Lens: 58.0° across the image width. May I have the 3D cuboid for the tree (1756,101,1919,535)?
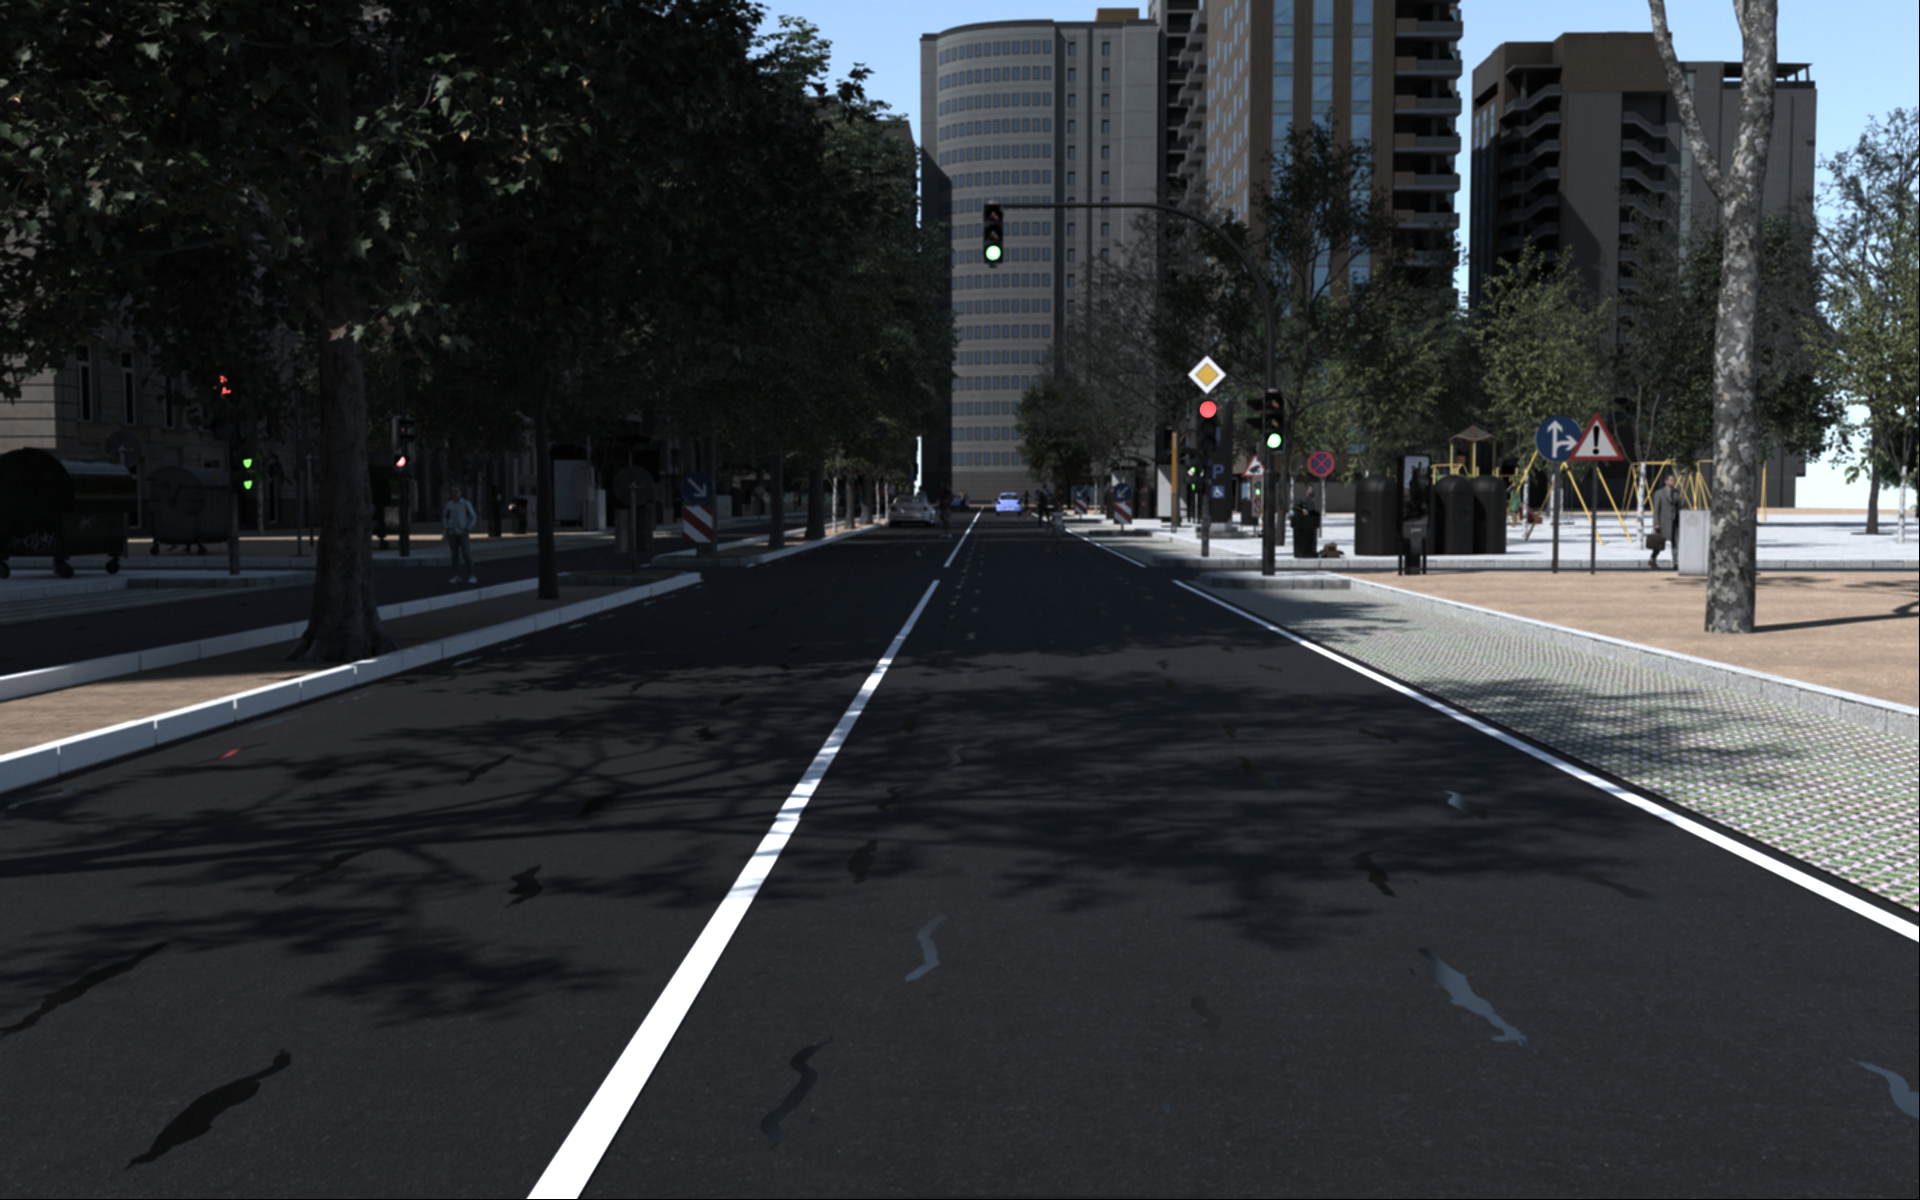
[{"bbox_3d":[29.016,-8.809,54.405,12.009,13.543,11.850,0,3,0],"label":"tree"}]

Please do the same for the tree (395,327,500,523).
[{"bbox_3d":[-19.192,-6.957,64.113,4.360,8.622,3.978,0,3,0],"label":"tree"}]

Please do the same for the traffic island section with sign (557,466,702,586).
[{"bbox_3d":[-5.349,-1.197,27.708,2.006,1.907,1.989,0,4,1],"label":"traffic island section with sign"}]

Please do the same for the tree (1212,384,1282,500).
[{"bbox_3d":[17.484,-9.337,103.019,4.360,8.622,3.978,0,3,0],"label":"tree"}]

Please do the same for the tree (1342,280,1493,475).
[{"bbox_3d":[27.184,-12.056,103.773,9.857,13.997,8.962,0,3,0],"label":"tree"}]

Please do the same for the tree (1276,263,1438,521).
[{"bbox_3d":[13.418,-6.477,56.264,4.737,8.622,4.395,0,3,0],"label":"tree"}]

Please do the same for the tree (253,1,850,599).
[{"bbox_3d":[-5.565,-5.303,23.577,8.767,10.594,7.601,0,4,1],"label":"tree"}]

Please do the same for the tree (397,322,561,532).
[{"bbox_3d":[-16.195,-6.593,58.151,4.737,8.622,4.395,0,3,0],"label":"tree"}]

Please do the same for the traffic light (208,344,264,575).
[{"bbox_3d":[-11.529,-2.357,27.450,0.839,4.253,0.868,0,4,1],"label":"traffic light"}]

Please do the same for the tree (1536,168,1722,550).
[{"bbox_3d":[15.641,-5.473,39.849,4.360,8.622,3.978,0,3,0],"label":"tree"}]

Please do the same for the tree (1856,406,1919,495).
[{"bbox_3d":[57.112,-8.335,99.187,11.467,7.101,20.602,1,4,19],"label":"tree"}]

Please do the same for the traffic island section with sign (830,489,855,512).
[{"bbox_3d":[-9.255,-7.882,137.504,1.989,1.847,2.006,0,4,1],"label":"traffic island section with sign"}]

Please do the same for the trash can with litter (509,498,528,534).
[{"bbox_3d":[-14.052,-2.664,54.944,0.624,1.170,1.055,-1,4,-22],"label":"trash can with litter"}]

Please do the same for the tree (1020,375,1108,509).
[{"bbox_3d":[9.329,-13.687,149.531,9.928,11.665,9.643,0,3,0],"label":"tree"}]

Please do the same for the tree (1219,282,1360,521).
[{"bbox_3d":[16.043,-9.683,84.077,9.928,11.665,9.643,0,3,0],"label":"tree"}]

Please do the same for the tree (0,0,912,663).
[{"bbox_3d":[-5.334,-5.832,14.817,9.611,12.733,9.660,0,3,0],"label":"tree"}]

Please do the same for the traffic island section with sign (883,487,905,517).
[{"bbox_3d":[-3.863,-6.245,110.240,2.006,1.907,1.989,0,4,1],"label":"traffic island section with sign"}]

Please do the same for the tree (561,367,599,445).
[{"bbox_3d":[-19.677,-8.387,87.496,4.737,8.622,4.395,0,3,0],"label":"tree"}]

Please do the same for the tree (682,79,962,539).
[{"bbox_3d":[-4.585,-8.882,54.328,9.857,13.997,8.962,0,3,0],"label":"tree"}]

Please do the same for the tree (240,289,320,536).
[{"bbox_3d":[-21.323,-6.290,53.208,4.360,8.622,3.978,0,3,0],"label":"tree"}]

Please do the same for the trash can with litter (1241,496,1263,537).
[{"bbox_3d":[8.337,-2.515,52.172,2.233,1.210,1.678,1,4,11],"label":"trash can with litter"}]

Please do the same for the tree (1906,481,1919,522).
[{"bbox_3d":[47.535,-10.366,71.312,13.155,14.587,18.604,-3,4,-37],"label":"tree"}]

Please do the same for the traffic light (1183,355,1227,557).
[{"bbox_3d":[4.974,-2.828,35.156,0.839,4.253,0.868,0,4,1],"label":"traffic light"}]

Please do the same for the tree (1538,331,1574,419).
[{"bbox_3d":[26.178,-9.182,84.536,8.767,10.594,7.601,3,5,42],"label":"tree"}]

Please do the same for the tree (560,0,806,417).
[{"bbox_3d":[-5.538,-7.152,37.521,7.486,12.596,7.792,0,3,0],"label":"tree"}]

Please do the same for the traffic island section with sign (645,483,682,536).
[{"bbox_3d":[-10.658,-3.152,60.163,1.989,1.847,2.006,0,4,1],"label":"traffic island section with sign"}]

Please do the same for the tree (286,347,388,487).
[{"bbox_3d":[-21.020,-6.656,59.180,4.737,8.622,4.395,0,3,0],"label":"tree"}]

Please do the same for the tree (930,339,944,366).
[{"bbox_3d":[-4.551,-9.152,70.220,7.486,12.596,7.792,0,3,0],"label":"tree"}]

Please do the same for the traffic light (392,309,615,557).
[{"bbox_3d":[-9.292,-3.716,35.431,4.771,5.953,1.251,0,4,1],"label":"traffic light"}]

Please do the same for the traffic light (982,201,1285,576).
[{"bbox_3d":[2.737,-3.205,27.069,4.771,5.953,1.251,0,4,1],"label":"traffic light"}]

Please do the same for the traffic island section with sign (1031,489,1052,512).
[{"bbox_3d":[6.863,-7.898,137.758,1.989,1.847,2.006,0,4,1],"label":"traffic island section with sign"}]

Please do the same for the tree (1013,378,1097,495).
[{"bbox_3d":[10.348,-16.977,184.232,9.857,13.997,8.962,0,3,0],"label":"tree"}]

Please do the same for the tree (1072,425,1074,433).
[{"bbox_3d":[9.748,-10.431,120.911,4.360,8.622,3.978,0,3,0],"label":"tree"}]

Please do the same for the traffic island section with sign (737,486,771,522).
[{"bbox_3d":[-10.171,-4.837,87.714,1.989,1.847,2.006,0,4,1],"label":"traffic island section with sign"}]

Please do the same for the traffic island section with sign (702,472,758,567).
[{"bbox_3d":[-5.206,-1.650,35.113,2.006,1.907,1.989,0,4,1],"label":"traffic island section with sign"}]

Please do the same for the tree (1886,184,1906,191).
[{"bbox_3d":[22.187,-5.456,39.574,4.737,8.622,4.395,0,3,0],"label":"tree"}]

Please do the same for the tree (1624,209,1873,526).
[{"bbox_3d":[31.688,-9.324,69.456,9.611,12.733,9.660,0,3,0],"label":"tree"}]

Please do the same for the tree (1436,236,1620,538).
[{"bbox_3d":[16.787,-6.123,50.479,4.737,8.622,4.395,0,3,0],"label":"tree"}]

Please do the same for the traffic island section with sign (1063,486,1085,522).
[{"bbox_3d":[5.967,-4.833,87.650,1.989,1.847,2.006,0,4,1],"label":"traffic island section with sign"}]

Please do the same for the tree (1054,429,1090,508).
[{"bbox_3d":[10.371,-12.673,157.563,4.737,8.622,4.395,0,3,0],"label":"tree"}]

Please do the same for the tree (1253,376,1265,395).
[{"bbox_3d":[14.650,-7.617,74.906,4.737,8.622,4.395,0,3,0],"label":"tree"}]

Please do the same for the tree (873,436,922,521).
[{"bbox_3d":[-4.032,-8.763,96.089,4.737,8.622,4.395,0,3,0],"label":"tree"}]

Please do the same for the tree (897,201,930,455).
[{"bbox_3d":[-4.885,-7.627,45.284,7.486,12.596,7.792,0,3,0],"label":"tree"}]

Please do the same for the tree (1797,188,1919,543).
[{"bbox_3d":[24.432,-5.795,45.114,4.737,8.622,4.395,0,3,0],"label":"tree"}]

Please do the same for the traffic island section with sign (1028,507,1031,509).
[{"bbox_3d":[7.363,-9.561,164.953,1.989,1.847,2.006,0,4,1],"label":"traffic island section with sign"}]

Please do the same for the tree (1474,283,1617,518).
[{"bbox_3d":[31.940,-10.766,94.155,7.486,12.596,7.792,0,3,0],"label":"tree"}]

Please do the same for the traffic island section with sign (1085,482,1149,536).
[{"bbox_3d":[5.465,-3.139,59.954,1.989,1.847,2.006,0,4,1],"label":"traffic island section with sign"}]

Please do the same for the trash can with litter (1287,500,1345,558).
[{"bbox_3d":[7.117,-1.424,34.670,1.055,1.170,0.624,-1,4,-13],"label":"trash can with litter"}]

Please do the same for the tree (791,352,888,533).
[{"bbox_3d":[-4.558,-6.734,62.928,4.360,8.622,3.978,0,3,0],"label":"tree"}]
